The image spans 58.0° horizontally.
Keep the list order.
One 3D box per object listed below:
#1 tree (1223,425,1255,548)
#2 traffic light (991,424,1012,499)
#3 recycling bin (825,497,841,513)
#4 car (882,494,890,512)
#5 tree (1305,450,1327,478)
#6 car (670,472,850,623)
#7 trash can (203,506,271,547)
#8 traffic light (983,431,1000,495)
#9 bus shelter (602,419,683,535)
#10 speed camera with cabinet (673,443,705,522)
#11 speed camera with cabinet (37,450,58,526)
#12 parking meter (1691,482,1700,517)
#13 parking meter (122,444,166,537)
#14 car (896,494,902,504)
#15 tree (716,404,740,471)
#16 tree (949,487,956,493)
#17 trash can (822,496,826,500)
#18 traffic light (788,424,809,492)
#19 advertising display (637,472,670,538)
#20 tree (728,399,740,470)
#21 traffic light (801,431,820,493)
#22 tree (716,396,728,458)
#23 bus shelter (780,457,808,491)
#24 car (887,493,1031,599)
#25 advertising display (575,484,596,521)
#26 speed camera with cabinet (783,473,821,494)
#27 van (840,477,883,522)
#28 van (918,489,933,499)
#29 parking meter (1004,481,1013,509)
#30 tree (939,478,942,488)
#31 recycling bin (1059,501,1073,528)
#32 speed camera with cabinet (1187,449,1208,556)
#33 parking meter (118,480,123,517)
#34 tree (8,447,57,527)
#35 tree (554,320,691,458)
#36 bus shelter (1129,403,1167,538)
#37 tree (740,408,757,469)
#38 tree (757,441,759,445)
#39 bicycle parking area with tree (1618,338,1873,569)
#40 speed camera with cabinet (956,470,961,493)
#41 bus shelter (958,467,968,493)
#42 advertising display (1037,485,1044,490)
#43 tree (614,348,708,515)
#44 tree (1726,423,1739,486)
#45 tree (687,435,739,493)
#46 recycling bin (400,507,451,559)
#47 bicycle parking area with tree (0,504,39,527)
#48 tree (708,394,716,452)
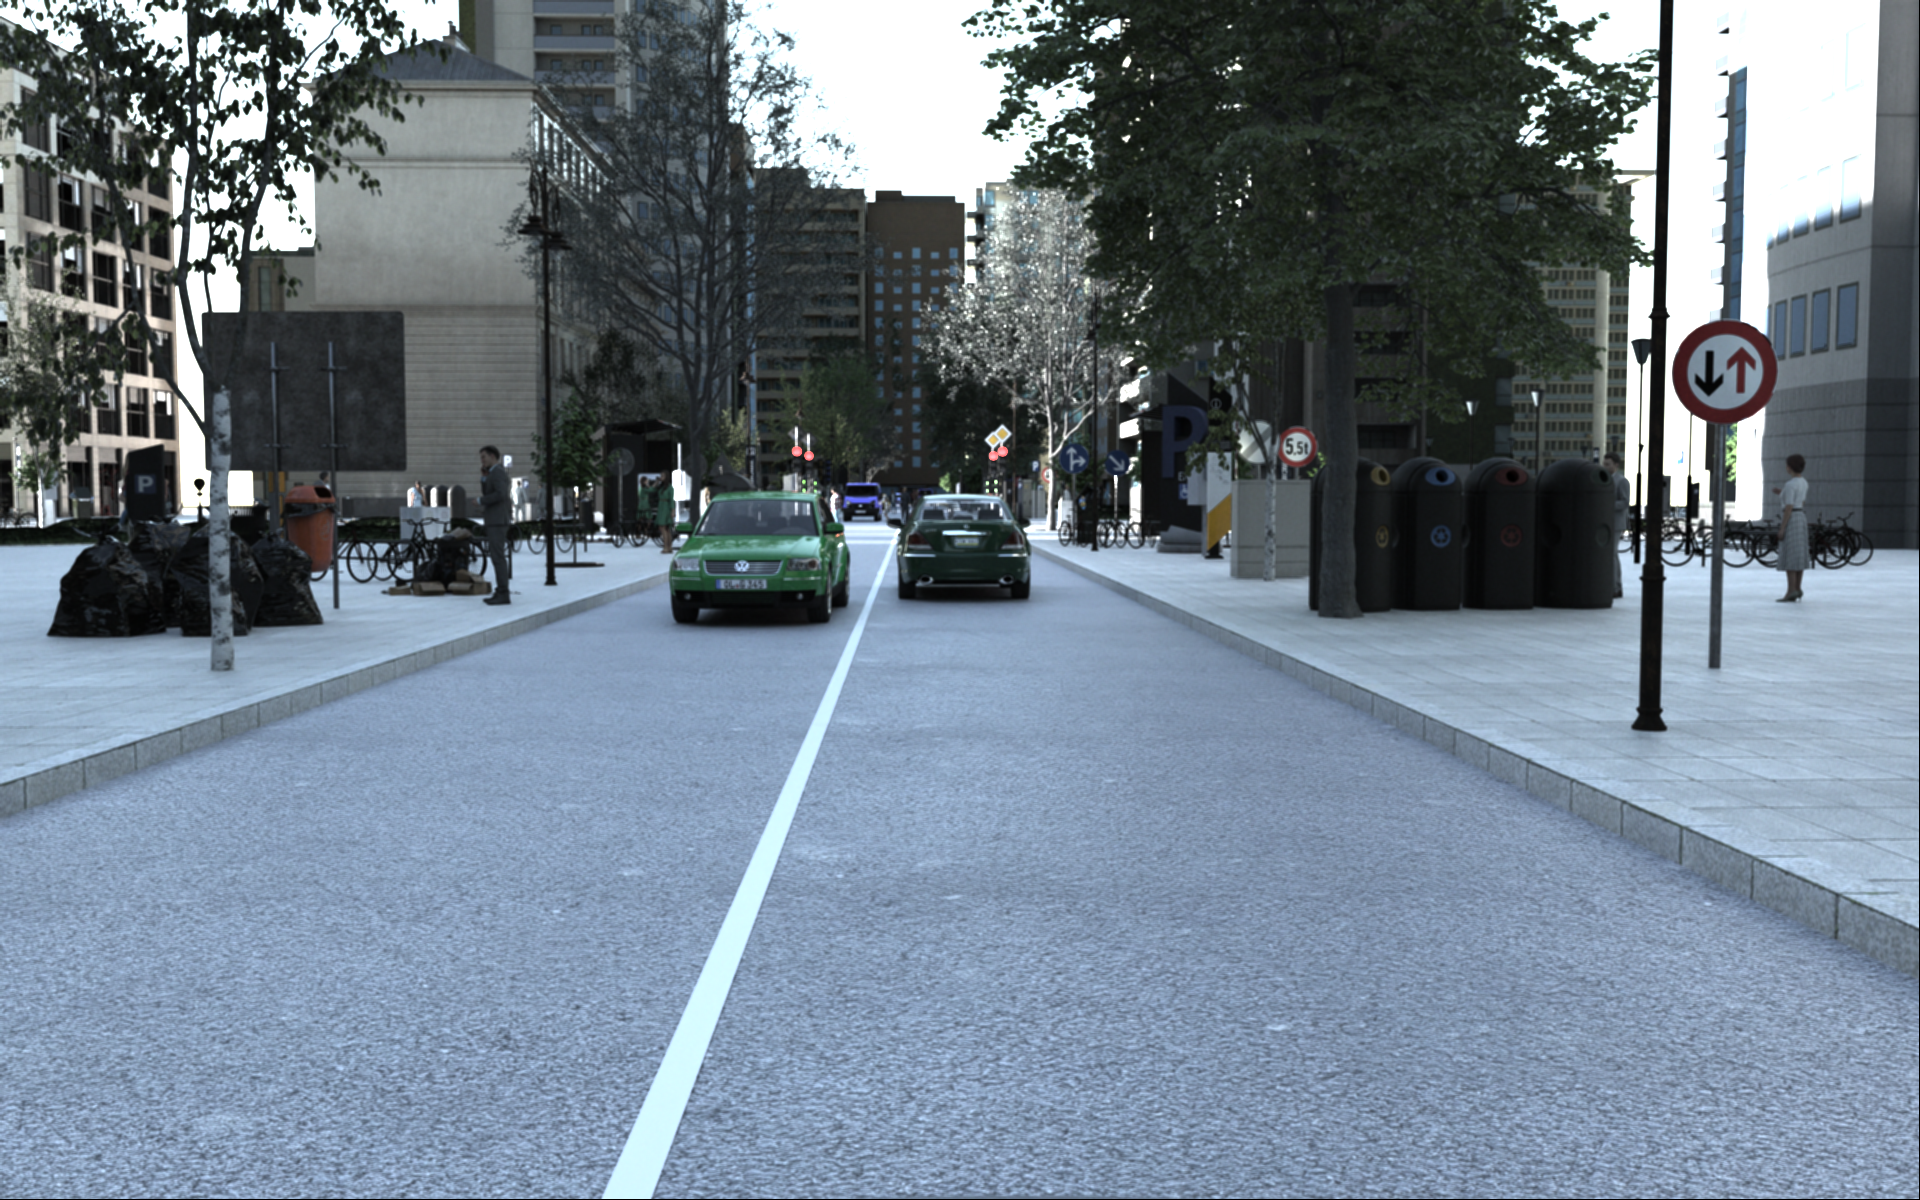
[{"bbox_3d":[6.316,-2.875,41.611,1.663,3.219,1.824,0,3,0],"label":"tree"},{"bbox_3d":[1.679,-4.929,69.513,0.839,4.253,0.868,0,4,-2],"label":"traffic light"},{"bbox_3d":[-8.664,-6.508,118.963,0.722,1.027,0.722,2,4,23],"label":"recycling bin"},{"bbox_3d":[-6.433,-7.794,137.660,2.015,1.641,3.980,0,4,-1],"label":"car"},{"bbox_3d":[14.248,-4.368,66.023,1.663,3.219,1.824,0,3,0],"label":"tree"},{"bbox_3d":[-2.317,-0.730,20.724,1.959,1.807,4.718,0,4,0],"label":"car"},{"bbox_3d":[-8.527,-0.539,20.467,0.748,1.137,0.748,0,3,0],"label":"trash can"},{"bbox_3d":[1.464,-5.417,77.495,0.839,4.253,0.868,0,4,-2],"label":"traffic light"},{"bbox_3d":[-10.377,-4.022,57.042,1.731,3.624,6.357,0,4,-2],"label":"bus shelter"},{"bbox_3d":[-10.291,-4.474,67.486,2.038,3.252,0.660,3,4,38],"label":"speed camera with cabinet"},{"bbox_3d":[-36.125,-4.537,68.520,0.660,3.252,2.038,-2,4,-32],"label":"speed camera with cabinet"},{"bbox_3d":[34.767,-4.663,81.947,0.399,1.863,0.255,0,4,2],"label":"parking meter"},{"bbox_3d":[-9.521,-0.891,20.274,0.399,1.863,0.255,-1,4,-17],"label":"parking meter"},{"bbox_3d":[-7.476,-12.450,213.147,1.945,1.707,3.694,0,4,0],"label":"car"},{"bbox_3d":[-18.546,-11.765,142.724,4.737,8.622,4.395,0,3,0],"label":"tree"},{"bbox_3d":[-0.383,-11.592,184.130,1.663,3.219,1.824,0,3,0],"label":"tree"},{"bbox_3d":[-8.274,-5.557,102.507,0.748,1.137,0.748,0,3,0],"label":"trash can"},{"bbox_3d":[-6.479,-4.915,69.279,0.839,4.253,0.868,0,4,-2],"label":"traffic light"},{"bbox_3d":[-8.987,-2.789,50.807,0.974,1.923,0.123,-1,4,-12],"label":"advertising display"},{"bbox_3d":[-18.400,-10.383,120.121,4.360,8.622,3.978,0,3,0],"label":"tree"},{"bbox_3d":[-6.694,-5.403,77.261,0.839,4.253,0.868,0,4,-2],"label":"traffic light"},{"bbox_3d":[-17.497,-9.741,109.625,4.360,8.622,3.978,0,3,0],"label":"tree"},{"bbox_3d":[-10.321,-7.255,109.901,1.731,3.624,6.357,0,4,-2],"label":"bus shelter"},{"bbox_3d":[0.004,-0.816,25.146,2.131,1.459,4.920,0,4,-2],"label":"car"},{"bbox_3d":[-14.110,-3.658,65.024,0.974,1.923,0.123,2,4,26],"label":"advertising display"},{"bbox_3d":[-7.445,-5.345,81.723,0.660,3.252,2.038,3,4,38],"label":"speed camera with cabinet"},{"bbox_3d":[-5.162,-5.360,92.016,2.240,2.365,5.245,0,4,0],"label":"van"},{"bbox_3d":[-4.264,-12.697,211.972,2.240,2.365,5.245,0,4,-2],"label":"van"},{"bbox_3d":[2.190,-4.495,79.198,0.399,1.863,0.255,-3,4,-37],"label":"parking meter"},{"bbox_3d":[0.373,-10.903,161.972,4.285,4.588,4.351,0,3,0],"label":"tree"},{"bbox_3d":[4.153,-3.255,65.775,0.722,1.027,0.722,1,4,9],"label":"recycling bin"},{"bbox_3d":[5.775,-2.551,36.051,2.038,3.252,0.660,-1,4,-18],"label":"speed camera with cabinet"},{"bbox_3d":[-32.337,-3.751,67.039,0.399,1.863,0.255,2,4,28],"label":"parking meter"},{"bbox_3d":[-34.753,-4.304,64.967,1.663,3.219,1.824,0,3,0],"label":"tree"},{"bbox_3d":[-17.920,-9.715,93.259,7.601,10.594,8.767,0,4,5],"label":"tree"},{"bbox_3d":[5.912,-3.470,48.016,1.731,3.624,6.357,0,4,-2],"label":"bus shelter"},{"bbox_3d":[-17.520,-10.880,128.245,4.360,8.622,3.978,0,3,0],"label":"tree"},{"bbox_3d":[-19.123,-12.094,148.102,4.360,8.622,3.978,0,3,0],"label":"tree"},{"bbox_3d":[13.828,-2.892,34.283,8.231,4.147,9.016,-3,5,-44],"label":"bicycle parking area with tree"},{"bbox_3d":[0.743,-9.166,144.198,2.038,3.252,0.660,1,4,16],"label":"speed camera with cabinet"},{"bbox_3d":[0.891,-9.559,133.914,2.179,5.291,8.768,0,4,-2],"label":"bus shelter"},{"bbox_3d":[5.418,-6.873,117.579,0.123,1.923,0.974,2,4,29],"label":"advertising display"},{"bbox_3d":[-14.916,-8.300,86.060,4.360,8.622,3.978,0,3,0],"label":"tree"},{"bbox_3d":[29.124,-4.829,62.661,4.285,4.588,4.351,0,3,0],"label":"tree"},{"bbox_3d":[-8.232,-3.824,57.122,1.663,3.219,1.824,0,3,0],"label":"tree"},{"bbox_3d":[-10.726,-1.358,34.757,0.722,1.027,0.722,2,4,35],"label":"recycling bin"},{"bbox_3d":[-35.577,-4.309,57.449,9.016,4.147,8.231,1,4,20],"label":"bicycle parking area with tree"},{"bbox_3d":[-17.066,-9.371,103.585,4.360,8.622,3.978,0,3,0],"label":"tree"}]
